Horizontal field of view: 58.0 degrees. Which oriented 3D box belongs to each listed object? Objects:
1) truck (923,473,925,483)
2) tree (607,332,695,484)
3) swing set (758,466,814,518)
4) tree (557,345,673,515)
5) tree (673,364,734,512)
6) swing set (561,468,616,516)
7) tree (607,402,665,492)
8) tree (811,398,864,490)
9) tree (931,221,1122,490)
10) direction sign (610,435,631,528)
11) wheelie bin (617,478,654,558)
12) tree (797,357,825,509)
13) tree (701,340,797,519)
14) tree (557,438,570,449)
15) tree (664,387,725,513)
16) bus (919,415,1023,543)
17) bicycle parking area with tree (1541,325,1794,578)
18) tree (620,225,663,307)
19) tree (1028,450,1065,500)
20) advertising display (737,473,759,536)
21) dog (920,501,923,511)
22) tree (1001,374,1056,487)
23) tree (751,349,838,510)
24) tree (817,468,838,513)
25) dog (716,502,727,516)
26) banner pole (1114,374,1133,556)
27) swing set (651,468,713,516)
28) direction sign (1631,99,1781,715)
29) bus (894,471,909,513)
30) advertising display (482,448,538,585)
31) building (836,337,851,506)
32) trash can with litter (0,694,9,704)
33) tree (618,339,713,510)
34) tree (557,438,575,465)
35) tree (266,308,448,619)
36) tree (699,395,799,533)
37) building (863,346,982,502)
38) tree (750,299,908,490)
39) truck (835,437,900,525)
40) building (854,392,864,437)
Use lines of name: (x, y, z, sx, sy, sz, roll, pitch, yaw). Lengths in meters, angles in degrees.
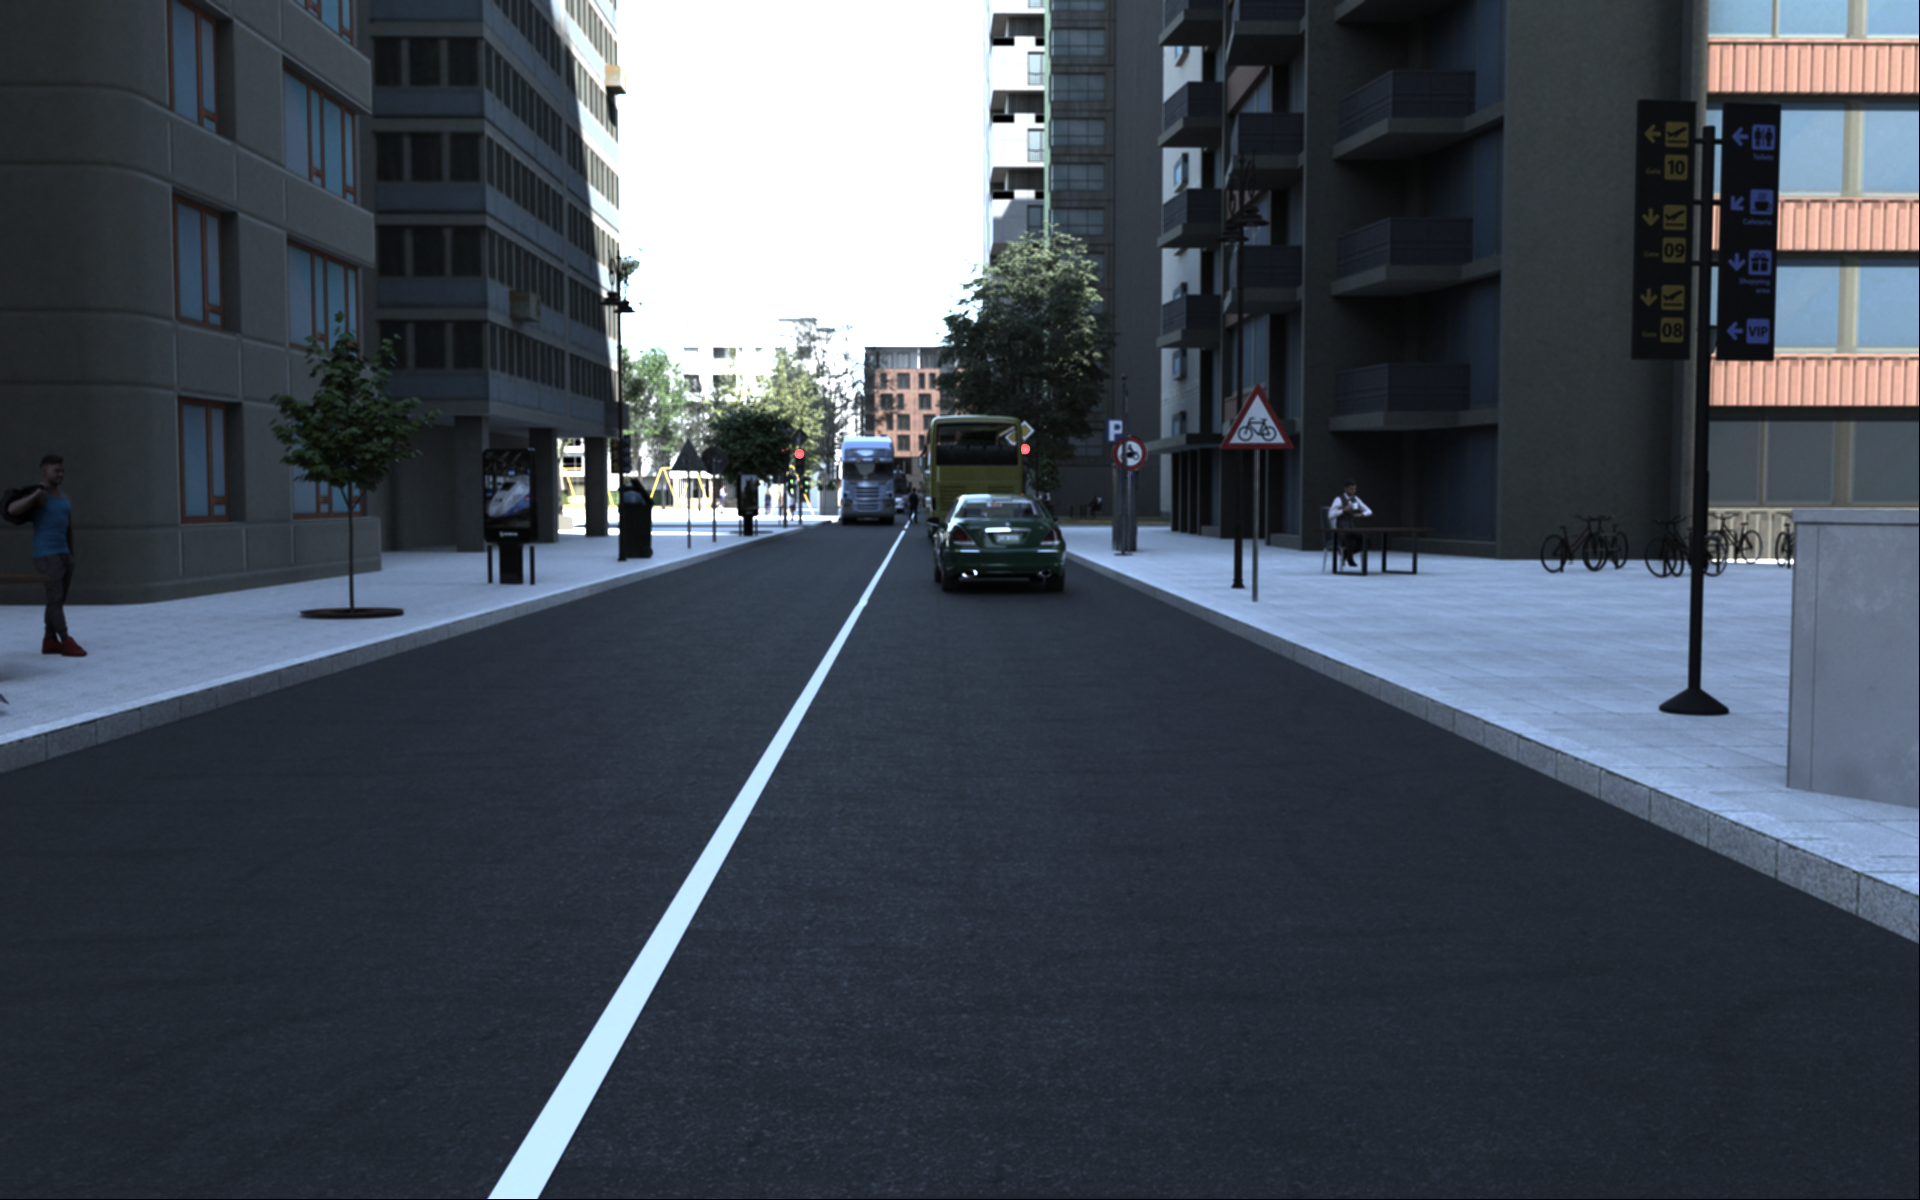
truck: (-0.634, -6.776, 100.553, 2.967, 4.110, 18.799, 0, 4, -1)
tree: (-20.675, -11.335, 111.085, 9.928, 11.665, 9.643, 0, 3, 0)
swing set: (-10.107, -6.044, 96.435, 2.862, 2.851, 3.119, -2, 4, -34)
tree: (-17.766, -8.732, 77.178, 8.767, 10.594, 7.601, 0, 4, -4)
tree: (-18.968, -11.637, 124.670, 8.767, 10.594, 7.601, 1, 4, 16)
swing set: (-22.484, -6.472, 103.442, 3.119, 2.851, 2.862, 2, 4, 30)
tree: (-22.541, -10.235, 117.706, 4.360, 8.622, 3.978, 0, 3, 0)
tree: (-8.928, -10.645, 124.407, 4.360, 8.622, 3.978, 0, 3, 0)
tree: (2.864, -10.744, 82.314, 9.857, 13.997, 8.962, 0, 3, 0)
direction sign: (-13.015, -4.553, 66.436, 0.876, 3.537, 0.379, 1, 4, 22)
wheelie bin: (-6.533, -1.646, 34.813, 0.693, 1.594, 0.980, -1, 4, -21)
tree: (-8.604, -8.427, 88.144, 4.737, 8.622, 4.395, 0, 3, 0)
tree: (-10.241, -8.063, 82.200, 4.737, 8.622, 4.395, 0, 3, 0)
tree: (-32.410, -13.010, 123.083, 12.009, 13.543, 11.850, 0, 3, 0)
tree: (-17.659, -10.234, 117.694, 4.360, 8.622, 3.978, 0, 3, 0)
bus: (0.246, -3.766, 53.127, 2.896, 3.916, 12.252, 0, 4, -2)
bicycle parking area with tree: (14.595, -2.491, 27.723, 9.016, 4.147, 8.231, -2, 4, -27)
tree: (-22.027, -14.358, 90.635, 12.611, 20.169, 13.585, 0, 3, 0)
tree: (3.820, -4.976, 75.960, 1.663, 3.219, 1.824, 0, 3, 0)
advertising display: (-6.501, -2.930, 53.116, 0.123, 1.923, 0.974, 2, 4, 28)
dog: (-3.547, -8.056, 148.559, 0.513, 0.831, 0.800, -1, 4, -21)
tree: (3.662, -8.907, 95.996, 4.360, 8.622, 3.978, 0, 3, 0)
tree: (-13.169, -13.315, 135.828, 7.486, 12.596, 7.792, 0, 3, 0)
tree: (-9.360, -7.566, 118.310, 1.663, 3.219, 1.824, 0, 3, 0)
dog: (-13.765, -5.289, 100.861, 0.800, 0.831, 0.513, 2, 4, 25)
banner pole: (3.475, -2.840, 36.453, 0.401, 3.779, 0.863, 1, 4, 12)
swing set: (-16.725, -6.405, 102.334, 3.119, 2.851, 2.862, 3, 5, 40)
direction sign: (4.328, -1.108, 10.108, 0.876, 3.537, 0.379, -1, 4, -8)
bus: (-5.445, -8.464, 133.246, 2.948, 3.499, 13.247, 0, 4, -2)
advertising display: (-6.410, -1.191, 24.689, 0.974, 1.923, 0.123, 2, 4, 32)
building: (-20.780, -20.680, 194.529, 16.016, 20.091, 11.380, 0, 4, -1)
trash can with litter: (-6.058, 0.096, 9.822, 1.055, 1.170, 0.624, -3, 5, -42)
tree: (-23.679, -13.868, 137.119, 12.009, 13.543, 11.850, 0, 3, 0)
tree: (-34.558, -11.961, 145.927, 4.737, 8.622, 4.395, 0, 3, 0)
tree: (-6.513, -1.448, 18.275, 1.663, 3.219, 1.824, 0, 3, 0)
tree: (-7.009, -4.509, 57.441, 4.285, 4.588, 4.351, 0, 3, 0)
building: (2.732, -24.812, 249.652, 32.646, 21.610, 27.936, 0, 4, -1)
tree: (-8.406, -12.136, 108.785, 12.009, 13.543, 11.850, 0, 3, 0)
truck: (-4.651, -5.970, 87.374, 2.967, 4.110, 18.799, 0, 4, -3)
building: (-29.560, -23.081, 243.827, 31.486, 18.905, 16.747, 0, 4, -1)
